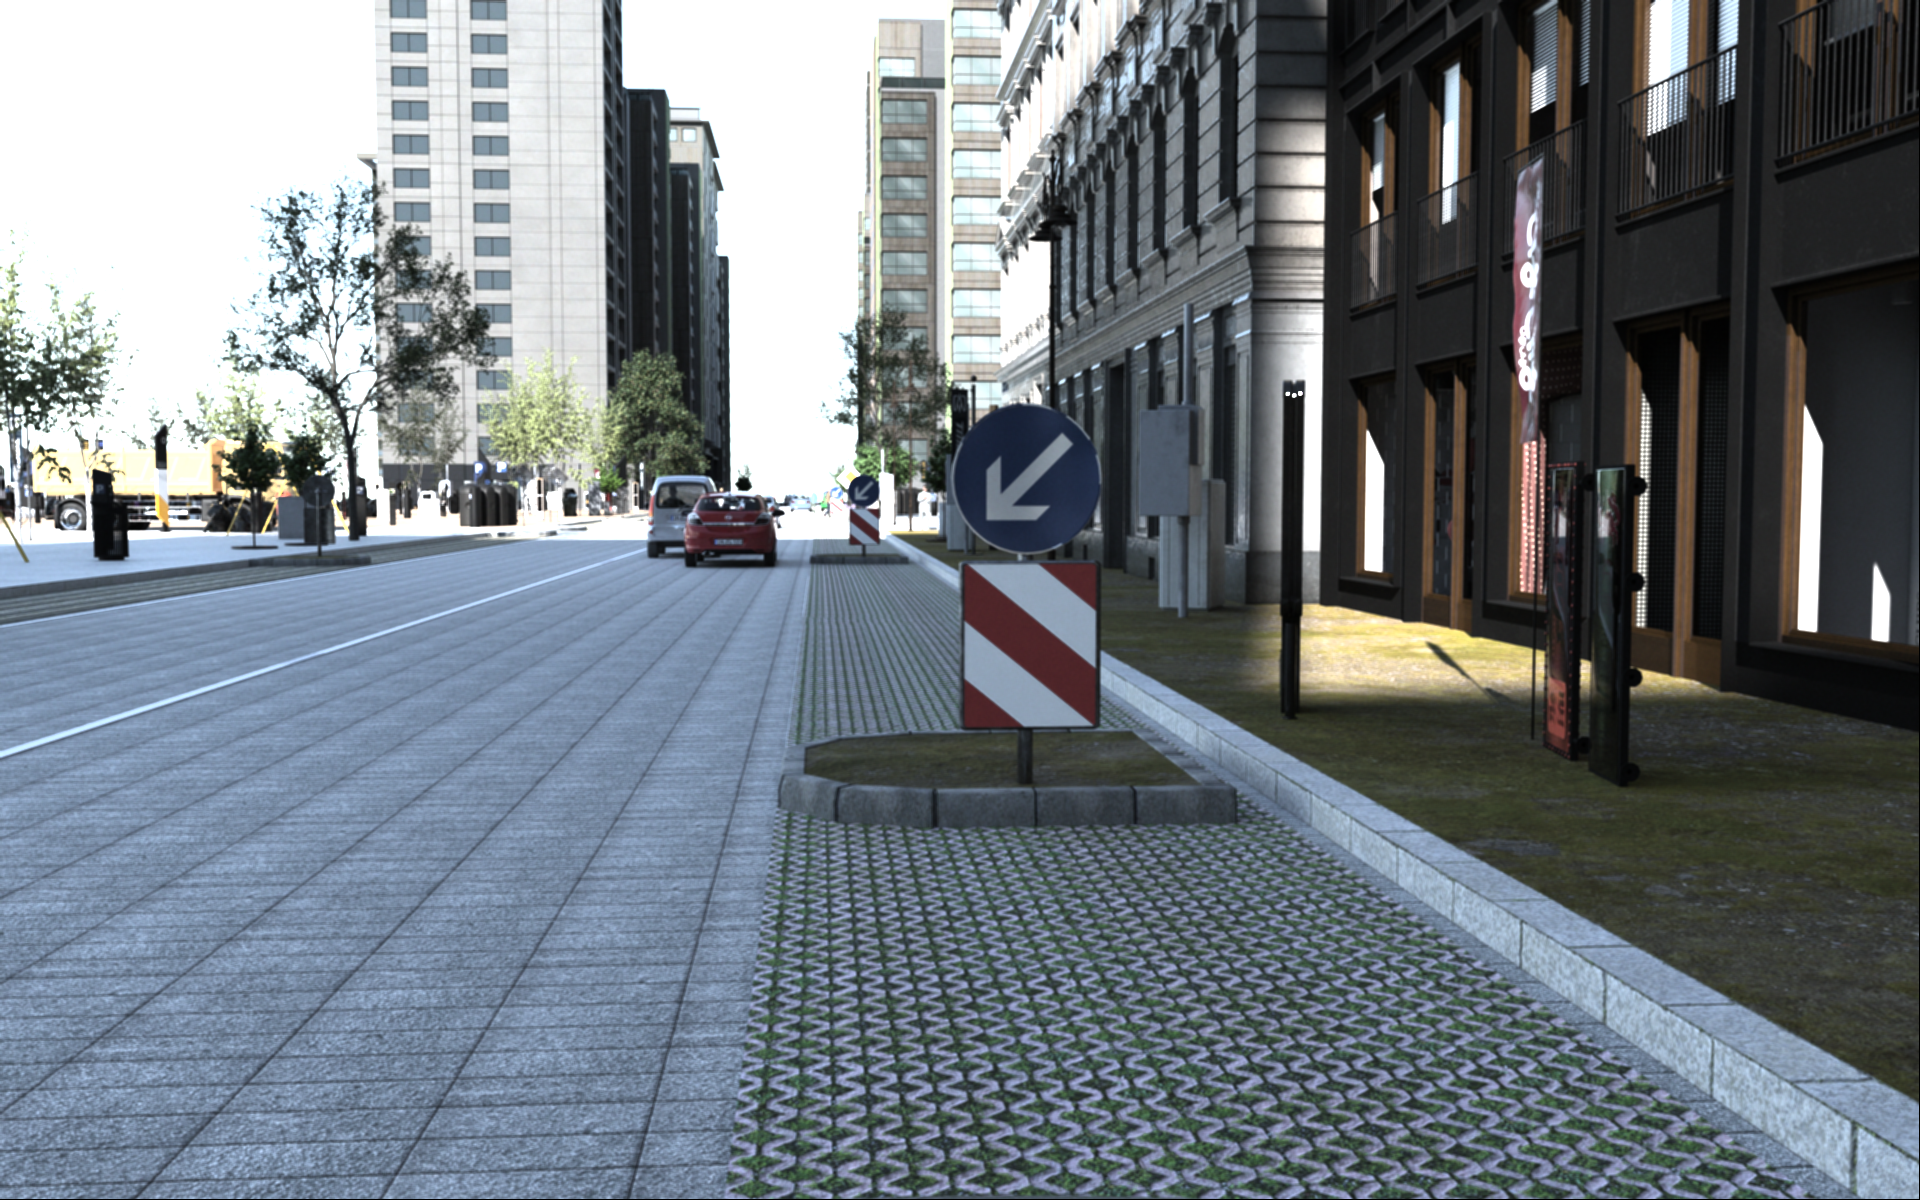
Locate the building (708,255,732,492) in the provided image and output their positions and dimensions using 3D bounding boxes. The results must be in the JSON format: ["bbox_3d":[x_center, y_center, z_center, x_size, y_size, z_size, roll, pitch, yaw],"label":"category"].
[{"bbox_3d":[-45.538,-36.968,288.027,14.154,41.232,14.086,0,4,-5],"label":"building"}]

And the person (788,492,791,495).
[{"bbox_3d":[-22.907,-13.669,232.899,0.541,1.710,0.530,1,4,11],"label":"person"}]

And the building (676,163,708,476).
[{"bbox_3d":[-38.306,-32.049,207.598,14.154,41.232,14.086,0,4,-5],"label":"building"}]

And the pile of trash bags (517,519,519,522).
[{"bbox_3d":[-21.281,-4.151,77.616,1.912,1.369,3.447,1,4,12],"label":"pile of trash bags"}]

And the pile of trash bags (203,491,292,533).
[{"bbox_3d":[-23.725,-2.963,58.194,3.447,1.369,1.912,2,4,25],"label":"pile of trash bags"}]

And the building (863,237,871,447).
[{"bbox_3d":[-3.975,-25.982,196.502,14.160,30.474,14.107,0,4,-5],"label":"building"}]

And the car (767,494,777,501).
[{"bbox_3d":[-26.736,-14.157,243.463,2.014,1.417,4.499,0,4,-3],"label":"car"}]

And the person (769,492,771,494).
[{"bbox_3d":[-27.748,-14.947,253.019,1.348,1.807,0.705,0,4,7],"label":"person"}]

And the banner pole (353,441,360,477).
[{"bbox_3d":[-28.493,-5.619,81.880,0.401,3.779,0.863,0,4,4],"label":"banner pole"}]

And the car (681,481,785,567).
[{"bbox_3d":[-4.677,-1.626,35.626,2.155,1.783,4.494,0,4,-5],"label":"car"}]

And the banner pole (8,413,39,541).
[{"bbox_3d":[-25.578,-3.498,47.205,0.863,3.779,0.401,1,4,15],"label":"banner pole"}]

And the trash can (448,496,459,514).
[{"bbox_3d":[-32.482,-6.092,111.259,0.748,1.137,0.748,0,3,0],"label":"trash can"}]

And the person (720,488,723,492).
[{"bbox_3d":[-13.561,-5.466,98.219,0.624,1.780,0.694,-1,4,-22],"label":"person"}]

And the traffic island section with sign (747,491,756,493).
[{"bbox_3d":[-32.696,-16.386,276.535,1.989,1.847,2.006,0,4,-5],"label":"traffic island section with sign"}]

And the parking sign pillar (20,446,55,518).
[{"bbox_3d":[-49.172,-6.305,91.560,1.447,3.967,1.447,0,4,1],"label":"parking sign pillar"}]

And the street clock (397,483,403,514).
[{"bbox_3d":[-35.174,-6.384,108.948,0.471,2.002,0.358,-1,4,-15],"label":"street clock"}]

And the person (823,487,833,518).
[{"bbox_3d":[-7.876,-5.831,103.746,0.656,1.842,0.836,3,5,39],"label":"person"}]

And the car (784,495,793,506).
[{"bbox_3d":[-20.163,-11.951,207.763,2.083,1.381,4.827,0,4,-3],"label":"car"}]

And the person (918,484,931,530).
[{"bbox_3d":[-1.353,-3.489,65.724,0.511,1.800,0.466,0,3,0],"label":"person"}]

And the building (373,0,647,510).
[{"bbox_3d":[-37.868,-43.571,150.640,20.563,71.187,20.611,0,4,-5],"label":"building"}]

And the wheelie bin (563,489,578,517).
[{"bbox_3d":[-22.124,-5.526,98.263,0.980,1.594,0.693,2,4,30],"label":"wheelie bin"}]

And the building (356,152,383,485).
[{"bbox_3d":[-45.876,-30.341,187.949,32.217,40.220,23.993,0,4,-5],"label":"building"}]

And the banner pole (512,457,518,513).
[{"bbox_3d":[-29.624,-7.666,115.349,0.401,3.779,0.863,1,4,16],"label":"banner pole"}]

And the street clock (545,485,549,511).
[{"bbox_3d":[-32.110,-7.943,134.445,0.358,2.002,0.471,2,4,30],"label":"street clock"}]

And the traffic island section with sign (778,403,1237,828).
[{"bbox_3d":[0.129,0.017,8.343,1.989,1.847,2.006,0,4,-5],"label":"traffic island section with sign"}]

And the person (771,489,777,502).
[{"bbox_3d":[-13.809,-7.325,128.275,0.388,1.821,0.555,2,4,31],"label":"person"}]

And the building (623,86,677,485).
[{"bbox_3d":[-35.811,-29.702,169.227,14.154,41.232,14.086,0,4,-5],"label":"building"}]

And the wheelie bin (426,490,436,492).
[{"bbox_3d":[-37.354,-7.003,122.405,0.980,1.594,0.693,-1,4,-10],"label":"wheelie bin"}]

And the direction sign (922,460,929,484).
[{"bbox_3d":[-2.250,-7.583,115.983,0.876,3.537,0.379,3,5,43],"label":"direction sign"}]

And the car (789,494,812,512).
[{"bbox_3d":[-12.584,-7.658,137.218,2.014,1.417,4.499,0,4,-5],"label":"car"}]

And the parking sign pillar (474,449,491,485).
[{"bbox_3d":[-28.300,-6.983,102.641,1.447,3.967,1.447,-3,5,-42],"label":"parking sign pillar"}]

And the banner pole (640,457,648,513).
[{"bbox_3d":[-21.598,-7.827,117.994,0.401,3.779,0.863,-3,5,-40],"label":"banner pole"}]

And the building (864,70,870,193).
[{"bbox_3d":[-7.784,-52.226,292.138,20.563,71.187,20.611,0,4,-5],"label":"building"}]

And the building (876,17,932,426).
[{"bbox_3d":[-0.423,-28.731,153.345,14.154,41.232,14.086,0,4,-5],"label":"building"}]

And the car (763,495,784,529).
[{"bbox_3d":[-8.400,-3.699,72.475,2.014,1.417,4.499,0,4,-4],"label":"car"}]

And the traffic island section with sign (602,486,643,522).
[{"bbox_3d":[-17.505,-4.973,89.944,1.989,1.847,2.006,0,4,-5],"label":"traffic island section with sign"}]

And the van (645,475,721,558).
[{"bbox_3d":[-6.381,-2.044,40.428,2.013,2.044,4.112,0,4,-6],"label":"van"}]

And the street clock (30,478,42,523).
[{"bbox_3d":[-40.290,-4.345,75.618,0.358,2.002,0.471,3,4,39],"label":"street clock"}]

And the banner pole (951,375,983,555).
[{"bbox_3d":[0.114,-2.842,36.481,0.863,3.779,0.401,-3,5,-41],"label":"banner pole"}]

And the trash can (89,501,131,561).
[{"bbox_3d":[-16.464,-1.341,33.578,0.748,1.137,0.748,0,3,0],"label":"trash can"}]

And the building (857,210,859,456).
[{"bbox_3d":[-7.937,-34.736,251.521,14.154,41.232,14.086,0,4,-5],"label":"building"}]

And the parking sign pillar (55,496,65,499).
[{"bbox_3d":[-65.379,-8.358,125.132,1.447,3.967,1.447,1,4,10],"label":"parking sign pillar"}]

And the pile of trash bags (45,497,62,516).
[{"bbox_3d":[-53.946,-5.555,100.581,3.447,1.369,1.912,-2,4,-29],"label":"pile of trash bags"}]

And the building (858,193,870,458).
[{"bbox_3d":[-6.263,-33.881,237.551,14.154,41.232,14.086,0,4,-5],"label":"building"}]

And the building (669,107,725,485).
[{"bbox_3d":[-47.995,-39.748,239.123,28.713,52.752,27.495,0,4,-5],"label":"building"}]

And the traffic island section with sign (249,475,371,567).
[{"bbox_3d":[-13.048,-1.612,34.978,1.989,1.847,2.006,0,4,-5],"label":"traffic island section with sign"}]

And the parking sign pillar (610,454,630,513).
[{"bbox_3d":[-23.047,-7.868,117.108,1.447,3.967,1.447,1,4,20],"label":"parking sign pillar"}]

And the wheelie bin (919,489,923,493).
[{"bbox_3d":[-2.559,-6.399,112.536,0.980,1.594,0.693,0,4,7],"label":"wheelie bin"}]

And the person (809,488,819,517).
[{"bbox_3d":[-9.174,-6.119,108.889,0.444,1.785,0.601,-3,5,-44],"label":"person"}]

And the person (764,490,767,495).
[{"bbox_3d":[-18.997,-9.781,168.425,0.705,1.824,1.348,-2,4,-26],"label":"person"}]

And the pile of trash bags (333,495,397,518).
[{"bbox_3d":[-32.214,-5.199,94.758,3.447,1.369,1.912,2,4,24],"label":"pile of trash bags"}]

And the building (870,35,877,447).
[{"bbox_3d":[-1.586,-31.666,167.848,14.600,45.320,14.200,0,4,-5],"label":"building"}]

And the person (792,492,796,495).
[{"bbox_3d":[-25.799,-15.984,269.865,1.348,1.821,0.705,-2,4,-29],"label":"person"}]

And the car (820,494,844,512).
[{"bbox_3d":[-10.410,-8.059,140.554,1.959,1.807,4.718,0,4,-4],"label":"car"}]

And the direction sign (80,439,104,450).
[{"bbox_3d":[-35.623,-4.842,71.166,0.876,3.537,0.379,-2,4,-31],"label":"direction sign"}]
